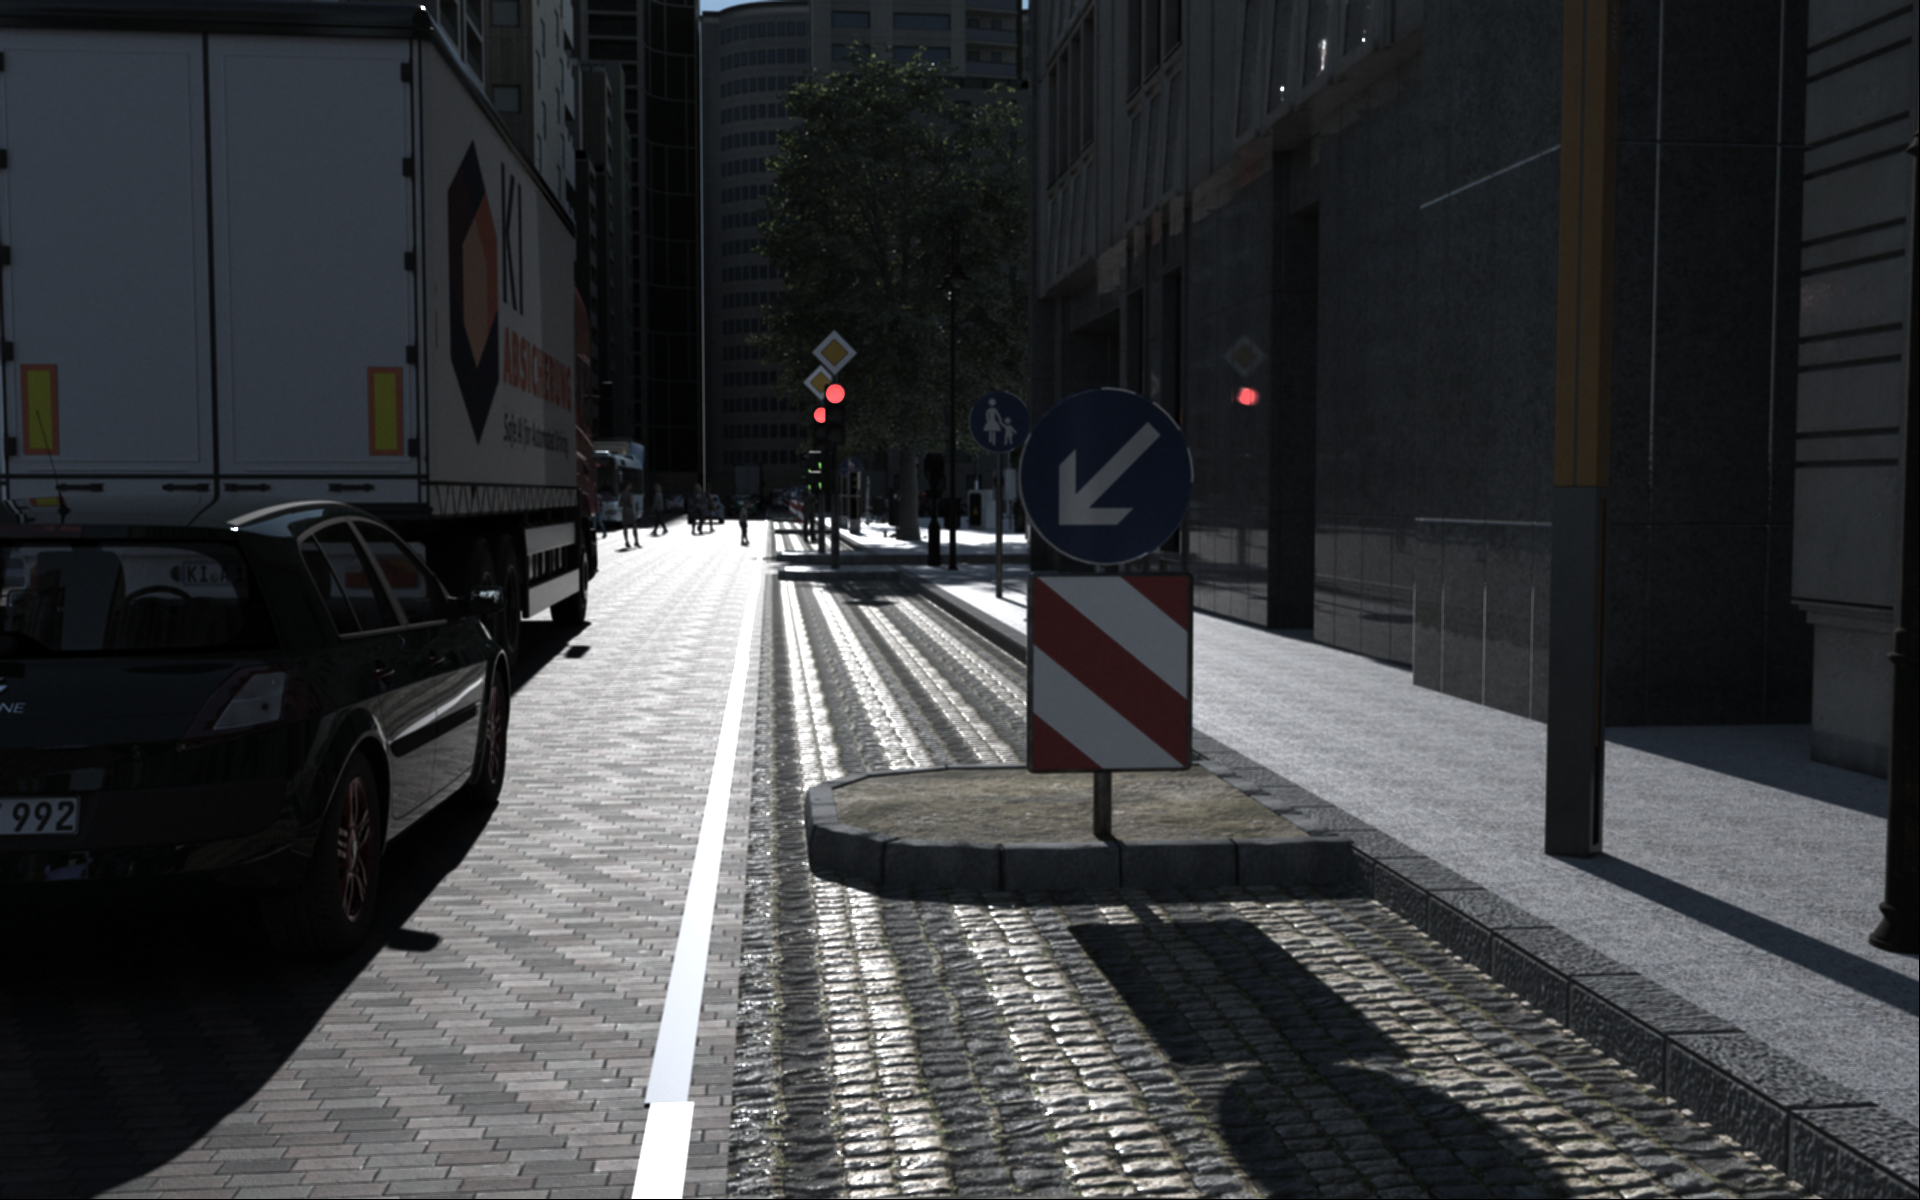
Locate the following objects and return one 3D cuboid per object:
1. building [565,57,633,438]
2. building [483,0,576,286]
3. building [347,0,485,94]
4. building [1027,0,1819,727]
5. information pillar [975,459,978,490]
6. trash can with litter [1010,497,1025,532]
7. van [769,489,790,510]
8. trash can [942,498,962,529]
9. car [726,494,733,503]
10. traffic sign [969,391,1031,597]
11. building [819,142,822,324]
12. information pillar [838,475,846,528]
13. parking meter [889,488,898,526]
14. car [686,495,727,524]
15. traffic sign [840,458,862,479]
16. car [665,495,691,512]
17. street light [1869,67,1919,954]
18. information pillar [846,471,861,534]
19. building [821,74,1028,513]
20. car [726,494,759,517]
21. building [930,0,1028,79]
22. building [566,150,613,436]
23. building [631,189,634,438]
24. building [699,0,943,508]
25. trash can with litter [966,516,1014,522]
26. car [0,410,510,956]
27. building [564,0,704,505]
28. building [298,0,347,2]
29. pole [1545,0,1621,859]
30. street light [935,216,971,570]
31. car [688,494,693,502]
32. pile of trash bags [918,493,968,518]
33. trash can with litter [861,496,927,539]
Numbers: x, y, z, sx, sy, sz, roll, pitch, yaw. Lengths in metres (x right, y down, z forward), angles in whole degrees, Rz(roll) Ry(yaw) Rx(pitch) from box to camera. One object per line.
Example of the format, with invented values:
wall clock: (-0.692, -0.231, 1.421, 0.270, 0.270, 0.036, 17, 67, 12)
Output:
building: (-38.087, -29.033, 158.287, 14.154, 41.232, 14.086, 0, 4, -6)
building: (-41.952, -32.585, 121.998, 28.713, 52.752, 27.495, 0, 4, -6)
building: (-35.810, -40.311, 97.341, 20.563, 71.187, 20.611, 0, 4, -6)
building: (8.180, -12.308, 19.251, 12.078, 24.808, 19.932, 0, 4, -6)
information pillar: (1.009, -7.058, 106.757, 0.183, 3.616, 0.504, 1, 4, 18)
trash can with litter: (2.248, -2.834, 57.730, 1.055, 1.170, 0.624, -1, 4, -18)
van: (-16.377, -9.228, 157.886, 2.013, 2.044, 4.112, 0, 4, -6)
trash can: (-0.280, -3.145, 63.077, 0.748, 1.137, 0.748, 0, 3, 0)
car: (-22.267, -9.918, 172.388, 2.015, 1.641, 3.980, 0, 4, -7)
traffic sign: (0.486, -1.305, 21.447, 0.768, 2.556, 0.104, 0, 4, -5)
building: (-4.119, -22.376, 137.541, 14.160, 30.474, 14.107, 0, 4, -6)
information pillar: (-4.421, -3.733, 65.523, 0.304, 2.012, 0.304, -2, 4, -28)
parking meter: (-2.721, -3.797, 70.487, 0.372, 1.533, 0.369, 0, 3, 0)
car: (-12.535, -4.499, 85.556, 2.014, 1.417, 4.499, 0, 4, -7)
traffic sign: (-3.802, -3.700, 60.597, 0.768, 2.556, 0.104, 0, 3, 0)
car: (-22.679, -7.772, 139.440, 2.083, 1.381, 4.827, 0, 4, -6)
street light: (2.680, -1.954, 4.734, 0.468, 5.910, 1.993, 0, 4, -6)
information pillar: (-3.409, -3.161, 56.180, 0.304, 2.012, 0.304, 1, 4, 13)
building: (-2.322, -21.521, 123.572, 14.160, 30.474, 14.107, 0, 4, -6)
car: (-13.852, -6.023, 110.269, 2.131, 1.459, 4.920, 0, 4, -6)
building: (11.731, -40.854, 209.956, 28.212, 58.520, 21.231, 0, 4, -6)
building: (-36.777, -22.808, 144.604, 14.160, 30.474, 14.107, 0, 4, -6)
building: (-40.783, -30.193, 177.243, 14.086, 41.232, 14.154, 0, 4, -6)
building: (-16.380, -40.642, 206.495, 28.212, 58.520, 21.231, 0, 4, -6)
trash can with litter: (1.087, -4.218, 80.017, 1.678, 1.210, 2.233, 3, 5, 41)
car: (-2.859, 0.190, 6.687, 2.009, 1.686, 4.222, 0, 4, -6)
building: (-41.018, -46.776, 203.036, 20.611, 71.187, 20.563, 0, 4, -6)
building: (-37.951, -22.981, 67.628, 32.217, 40.220, 23.993, 0, 4, -6)
pole: (2.193, -0.749, 6.089, 0.158, 3.312, 0.155, 0, 3, 0)
street light: (-0.123, -3.448, 29.166, 0.468, 5.910, 1.993, 0, 4, -6)
car: (-28.109, -10.500, 181.901, 2.015, 1.641, 3.980, 0, 4, -4)
pile of trash bags: (-0.726, -5.502, 99.714, 3.447, 1.369, 1.912, -1, 4, -21)
trash can with litter: (-1.690, -2.424, 50.694, 1.678, 1.210, 2.233, -2, 4, -25)
